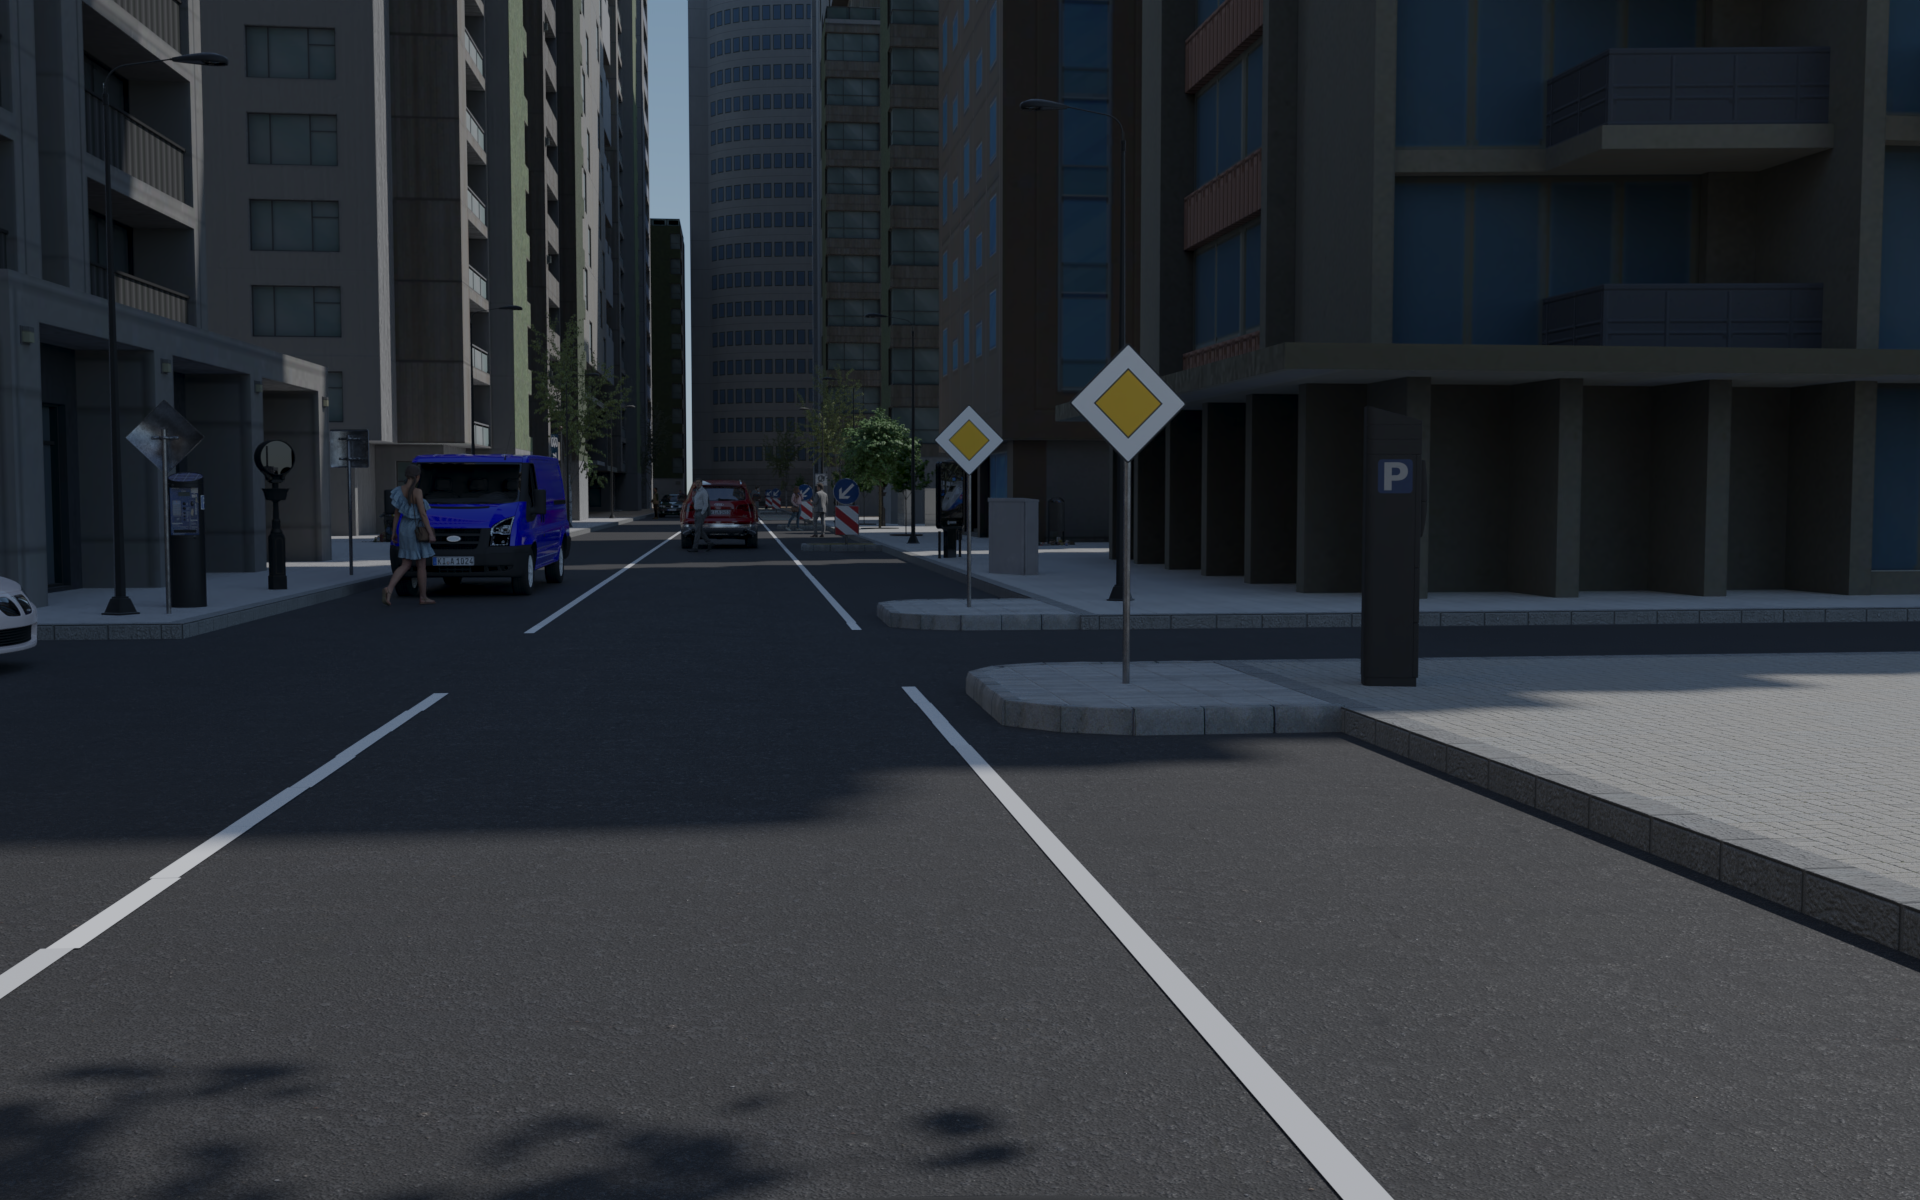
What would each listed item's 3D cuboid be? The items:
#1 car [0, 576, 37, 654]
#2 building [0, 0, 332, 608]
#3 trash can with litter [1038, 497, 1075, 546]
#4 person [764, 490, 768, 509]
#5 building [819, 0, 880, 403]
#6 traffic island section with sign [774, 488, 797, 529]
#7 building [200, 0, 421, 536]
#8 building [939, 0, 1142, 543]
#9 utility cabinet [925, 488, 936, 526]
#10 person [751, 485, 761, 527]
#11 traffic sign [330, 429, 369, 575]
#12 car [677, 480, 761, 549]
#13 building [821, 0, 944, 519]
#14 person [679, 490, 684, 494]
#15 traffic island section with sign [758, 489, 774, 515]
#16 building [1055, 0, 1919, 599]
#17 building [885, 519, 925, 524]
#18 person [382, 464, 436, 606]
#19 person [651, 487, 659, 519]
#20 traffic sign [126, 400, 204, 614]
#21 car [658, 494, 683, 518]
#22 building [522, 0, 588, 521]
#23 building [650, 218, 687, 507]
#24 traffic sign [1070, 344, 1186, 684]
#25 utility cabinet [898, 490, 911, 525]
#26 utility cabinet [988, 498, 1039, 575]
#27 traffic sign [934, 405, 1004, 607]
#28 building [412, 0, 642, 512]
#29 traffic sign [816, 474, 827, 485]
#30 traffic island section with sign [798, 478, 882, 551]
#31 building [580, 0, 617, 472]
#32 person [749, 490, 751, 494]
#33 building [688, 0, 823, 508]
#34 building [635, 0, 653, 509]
[{"bbox_3d":[-9.934,-0.078,13.639,4.827,1.381,2.083,0,4,-7],"label":"car"},{"bbox_3d":[-21.763,-35.933,25.751,20.563,71.187,20.611,0,4,-7],"label":"building"},{"bbox_3d":[2.047,-1.980,43.430,2.233,1.210,1.678,-3,4,-39],"label":"trash can with litter"},{"bbox_3d":[-17.886,-9.287,160.297,0.705,1.831,1.348,1,4,13],"label":"person"},{"bbox_3d":[3.635,-32.985,128.541,28.713,52.752,27.495,0,4,-7],"label":"building"},{"bbox_3d":[-6.496,-3.818,71.045,1.989,1.847,2.006,0,4,-7],"label":"traffic island section with sign"},{"bbox_3d":[-22.353,-22.848,57.159,14.154,41.232,14.086,0,4,-7],"label":"building"},{"bbox_3d":[7.036,-24.568,51.793,14.600,45.320,14.200,0,4,-7],"label":"building"},{"bbox_3d":[-0.807,-3.671,68.694,1.173,1.500,0.318,0,4,-1],"label":"utility cabinet"},{"bbox_3d":[-8.862,-4.105,75.422,0.447,1.846,0.655,-2,4,-26],"label":"person"},{"bbox_3d":[-9.628,-1.542,27.338,0.606,2.300,0.079,0,4,-1],"label":"traffic sign"},{"bbox_3d":[-6.563,-2.357,47.217,2.281,1.827,5.304,0,4,-8],"label":"car"},{"bbox_3d":[-1.631,-20.544,107.602,14.160,30.474,14.107,0,4,-7],"label":"building"},{"bbox_3d":[-22.569,-8.057,140.674,0.683,1.767,0.568,-1,4,-17],"label":"person"},{"bbox_3d":[-12.985,-6.887,121.222,1.989,1.847,2.006,0,4,-7],"label":"traffic island section with sign"},{"bbox_3d":[16.641,-23.014,30.906,28.867,44.769,22.147,0,4,-7],"label":"building"},{"bbox_3d":[3.125,-18.916,80.977,14.160,30.474,14.107,0,4,-7],"label":"building"},{"bbox_3d":[-7.031,-0.834,22.224,0.616,1.811,0.778,2,4,33],"label":"person"},{"bbox_3d":[-17.548,-5.573,99.718,0.705,1.812,1.348,-1,4,-23],"label":"person"},{"bbox_3d":[-8.477,-0.909,18.501,0.795,2.450,0.064,0,4,-7],"label":"traffic sign"},{"bbox_3d":[-17.613,-5.918,106.540,2.009,1.686,4.222,0,4,-6],"label":"car"},{"bbox_3d":[-24.974,-18.819,79.388,14.160,30.474,14.107,0,4,-7],"label":"building"},{"bbox_3d":[-36.043,-25.133,182.623,14.107,30.474,14.160,0,4,-7],"label":"building"},{"bbox_3d":[1.121,-0.491,11.663,0.795,2.450,0.064,0,4,-7],"label":"traffic sign"},{"bbox_3d":[-2.269,-3.774,70.388,0.318,1.500,1.173,-1,4,-15],"label":"utility cabinet"},{"bbox_3d":[0.859,-1.015,27.759,0.306,1.237,1.020,-2,4,-33],"label":"utility cabinet"},{"bbox_3d":[0.099,-0.975,19.583,0.795,2.450,0.064,0,4,-7],"label":"traffic sign"},{"bbox_3d":[-31.030,-27.106,126.772,14.154,41.232,14.086,0,4,-7],"label":"building"},{"bbox_3d":[-6.958,-5.185,86.898,0.606,2.300,0.079,0,4,-4],"label":"traffic sign"},{"bbox_3d":[-3.058,-2.182,44.309,1.989,1.847,2.006,0,4,-7],"label":"traffic island section with sign"},{"bbox_3d":[-35.450,-31.509,104.410,28.713,52.752,27.495,0,4,-7],"label":"building"},{"bbox_3d":[-17.639,-8.380,146.068,0.434,1.755,0.990,2,4,34],"label":"person"},{"bbox_3d":[-15.157,-39.554,188.712,28.212,58.520,21.231,0,4,-7],"label":"building"},{"bbox_3d":[-41.981,-37.412,153.687,28.212,58.520,21.231,0,4,-7],"label":"building"}]
